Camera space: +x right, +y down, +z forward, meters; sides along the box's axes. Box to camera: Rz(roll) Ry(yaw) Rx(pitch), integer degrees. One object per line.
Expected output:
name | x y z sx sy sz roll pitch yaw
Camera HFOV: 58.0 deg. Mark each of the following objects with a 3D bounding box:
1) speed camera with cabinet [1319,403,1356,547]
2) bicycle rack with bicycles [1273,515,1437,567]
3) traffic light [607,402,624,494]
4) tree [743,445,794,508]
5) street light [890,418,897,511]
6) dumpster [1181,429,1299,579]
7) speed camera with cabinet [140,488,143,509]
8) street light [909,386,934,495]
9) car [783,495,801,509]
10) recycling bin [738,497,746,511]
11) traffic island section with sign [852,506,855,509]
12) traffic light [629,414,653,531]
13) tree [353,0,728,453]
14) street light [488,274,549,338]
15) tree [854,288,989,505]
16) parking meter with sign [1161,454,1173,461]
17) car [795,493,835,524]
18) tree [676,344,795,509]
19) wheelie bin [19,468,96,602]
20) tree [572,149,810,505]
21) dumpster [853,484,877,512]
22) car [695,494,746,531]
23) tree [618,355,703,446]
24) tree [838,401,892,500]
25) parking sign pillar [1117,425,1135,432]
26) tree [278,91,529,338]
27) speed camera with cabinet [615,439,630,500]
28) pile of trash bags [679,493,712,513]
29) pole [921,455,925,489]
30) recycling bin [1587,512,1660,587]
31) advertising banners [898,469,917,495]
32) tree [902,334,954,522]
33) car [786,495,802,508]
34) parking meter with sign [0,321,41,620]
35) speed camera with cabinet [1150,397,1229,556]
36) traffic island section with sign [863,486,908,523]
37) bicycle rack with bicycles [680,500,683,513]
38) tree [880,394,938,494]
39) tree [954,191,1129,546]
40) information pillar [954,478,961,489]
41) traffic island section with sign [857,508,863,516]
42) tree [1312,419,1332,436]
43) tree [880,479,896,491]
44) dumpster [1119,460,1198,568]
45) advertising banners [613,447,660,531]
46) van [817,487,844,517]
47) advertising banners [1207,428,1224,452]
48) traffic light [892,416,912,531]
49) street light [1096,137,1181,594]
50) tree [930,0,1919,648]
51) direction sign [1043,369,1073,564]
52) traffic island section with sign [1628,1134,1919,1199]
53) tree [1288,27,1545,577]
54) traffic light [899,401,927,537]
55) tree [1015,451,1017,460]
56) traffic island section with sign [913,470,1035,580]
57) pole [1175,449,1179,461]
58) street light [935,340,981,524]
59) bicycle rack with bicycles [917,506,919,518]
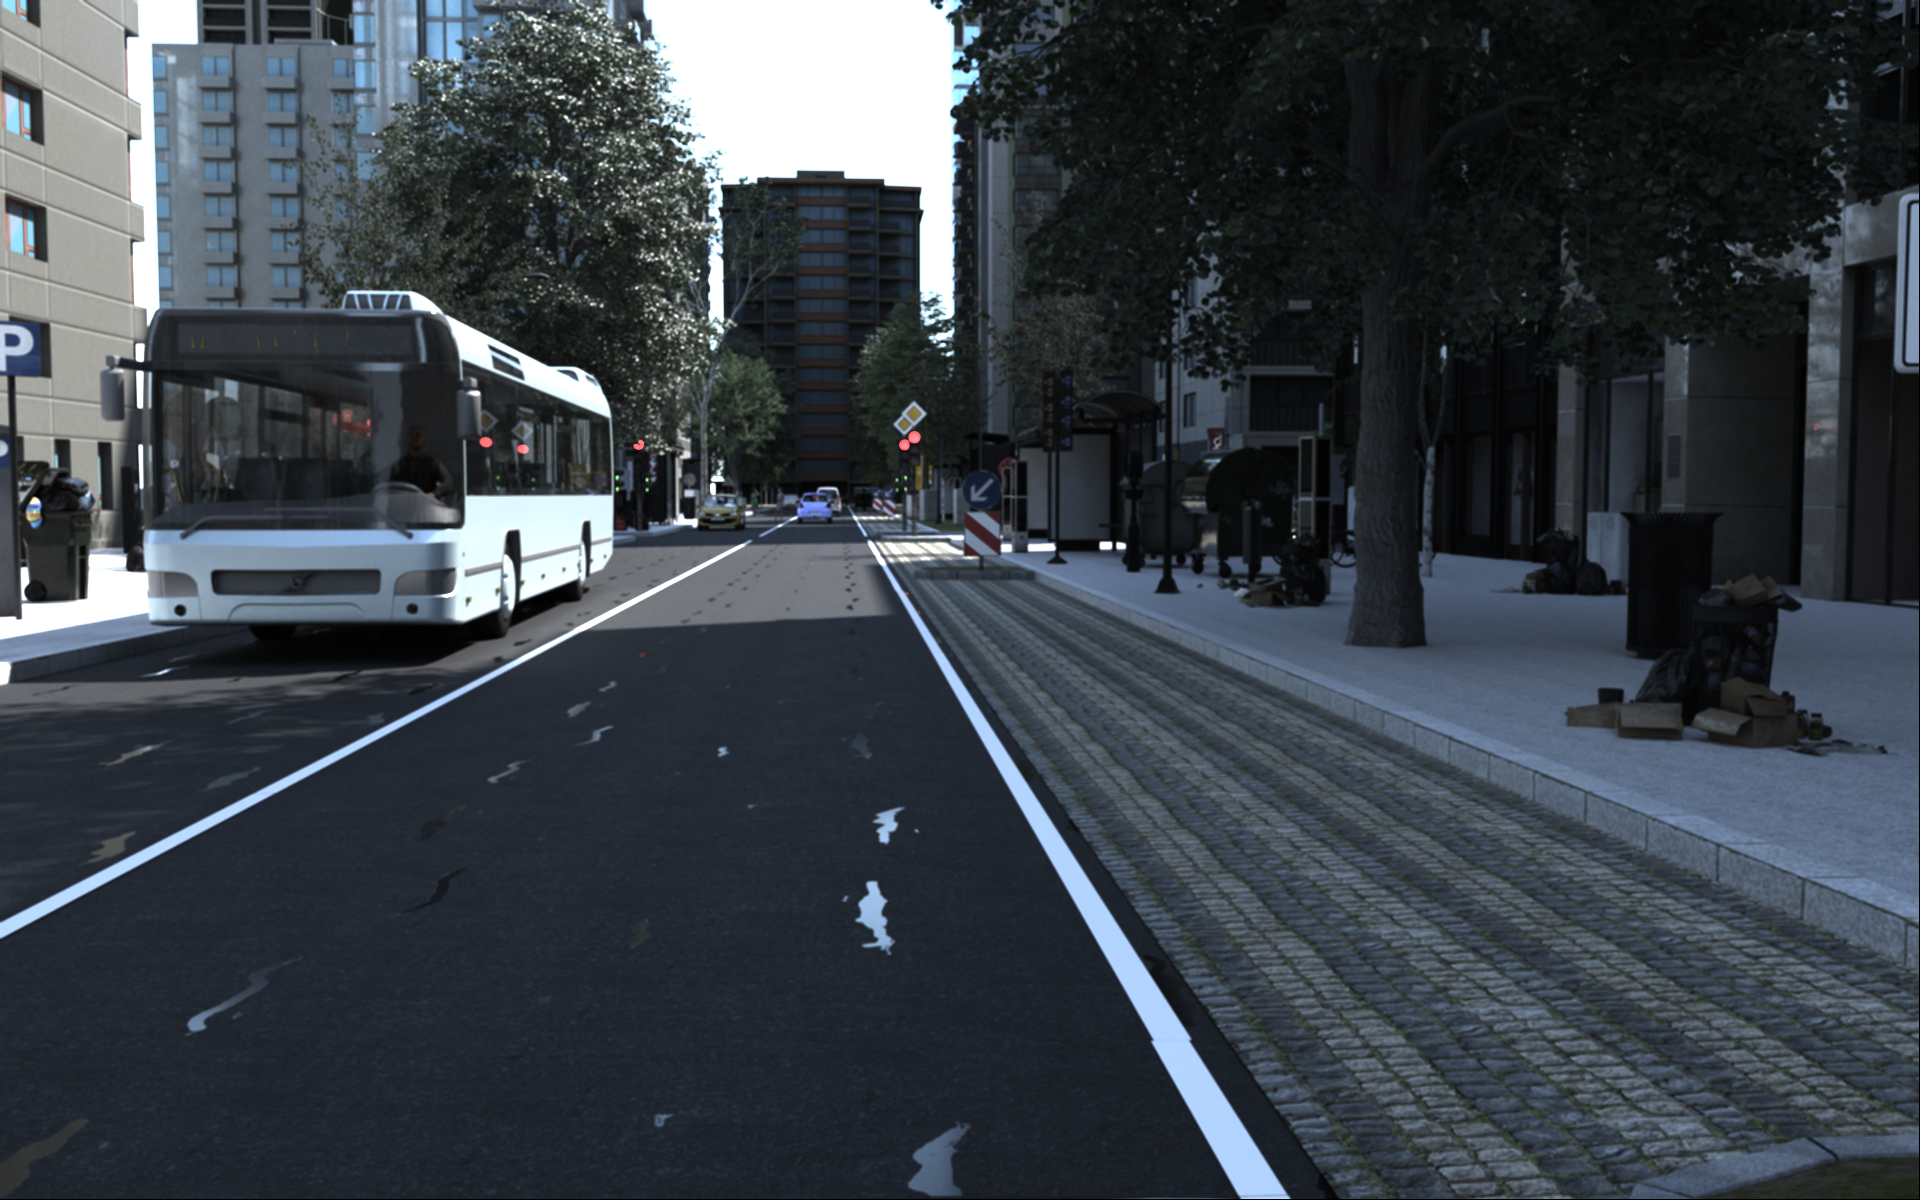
speed camera with cabinet | 8.499 -2.638 37.460 2.038 3.252 0.660 3 5 44
bicycle rack with bicycles | 7.058 -1.085 31.119 2.925 0.926 2.852 1 4 9
traffic light | -10.440 -3.829 51.528 0.839 4.253 0.868 0 4 -4
tree | -21.799 -15.042 196.294 4.737 8.622 4.395 0 3 0
street light | -3.555 -8.075 104.567 1.470 5.913 1.316 0 4 -4
dumpster | 4.373 -1.499 27.002 1.502 2.255 1.985 0 4 -4
speed camera with cabinet | -24.161 -3.445 50.659 0.660 3.252 2.038 -3 5 -40
street light | -1.460 -6.242 74.601 1.470 5.913 1.316 0 4 -4
car | -16.592 -9.642 170.016 2.083 1.381 4.827 0 4 -4
recycling bin | -16.579 -7.216 130.532 0.722 1.027 0.722 2 4 24
traffic island section with sign | -8.885 -9.366 161.763 1.989 1.847 2.006 0 4 -4
traffic light | -10.988 -4.316 59.495 0.839 4.253 0.868 0 4 -4
tree | -10.363 -8.375 43.588 9.857 13.997 8.962 0 3 0
street light | -9.362 -3.919 36.610 1.470 5.913 1.316 0 4 -4
tree | -2.296 -10.888 96.139 7.486 12.596 7.792 0 3 0
parking meter with sign | 8.907 -4.837 75.347 0.543 3.016 1.738 0 4 1
car | -7.152 -4.635 85.371 1.945 1.707 3.694 0 4 -5
tree | -15.854 -11.893 120.214 9.928 11.665 9.643 0 3 0
wheelie bin | -10.858 -0.794 20.888 0.693 1.594 0.980 0 4 -6
tree | -15.461 -14.613 94.803 12.611 20.169 13.585 0 3 0
dumpster | -7.766 -8.411 142.478 1.985 2.255 1.502 0 4 -5
car | -9.540 -3.613 69.289 2.015 1.641 3.980 0 4 -3
tree | -14.054 -8.010 81.326 4.360 8.622 3.978 0 3 0
tree | -9.059 -18.286 209.338 12.009 13.543 11.850 0 3 0
parking sign pillar | 5.180 -3.890 52.076 1.447 3.967 1.447 2 4 29
tree | -10.568 -5.018 32.407 4.360 8.622 3.978 0 3 0
speed camera with cabinet | -12.939 -4.187 62.797 2.038 3.252 0.660 2 4 28
pile of trash bags | -18.230 -6.705 119.384 3.447 1.369 1.912 3 5 39
pole | -1.926 -5.881 89.995 0.158 3.312 0.155 0 3 0
recycling bin | 9.273 -0.713 24.213 0.722 1.027 0.722 -1 4 -17
advertising banners | -2.913 -6.875 108.591 2.074 3.025 0.090 1 4 13
tree | -0.539 -7.965 80.585 4.360 8.622 3.978 0 3 0
car | -16.879 -10.039 176.720 1.945 1.354 3.894 0 4 -4
parking meter with sign | -10.177 -1.338 18.141 1.738 3.016 0.543 3 5 45
speed camera with cabinet | 4.845 -2.538 35.835 0.660 3.252 2.038 -3 5 -43
traffic island section with sign | -3.596 -4.658 84.788 1.989 1.847 2.006 0 4 -4
bicycle rack with bicycles | -18.541 -6.270 115.893 2.925 0.926 2.852 2 4 35
tree | -3.574 -10.171 116.662 4.737 8.622 4.395 0 3 0
tree | 2.343 -5.609 42.067 4.360 8.622 3.978 0 3 0
information pillar | -0.097 -4.476 77.676 0.304 2.012 0.304 0 4 5
traffic island section with sign | -5.481 -6.332 112.157 1.989 1.847 2.006 0 4 -4
tree | 14.559 -5.002 65.497 4.285 4.588 4.351 0 3 0
tree | -8.010 -11.997 190.753 1.663 3.219 1.824 0 3 0
dumpster | 3.570 -1.519 30.592 1.264 1.857 1.865 0 4 -4
advertising banners | -12.082 -4.187 64.644 2.074 3.025 0.090 1 4 22
van | -8.342 -6.259 109.344 2.013 2.044 4.112 0 4 -4
advertising banners | 7.460 -3.014 45.472 2.074 3.025 0.090 2 4 28
traffic light | -1.949 -4.355 60.130 0.839 4.253 0.868 0 4 -4
street light | 2.152 -3.042 22.285 1.470 5.913 1.316 0 4 -4
tree | 3.745 -6.586 14.343 9.857 13.997 8.962 0 3 0
direction sign | 1.795 -2.440 31.895 0.379 3.537 0.876 -2 4 -33
traffic island section with sign | 2.068 0.379 2.436 1.989 1.847 2.006 0 4 -4
tree | 7.211 -4.677 26.838 4.360 8.622 3.978 0 3 0
traffic light | -1.401 -3.868 52.164 0.839 4.253 0.868 0 4 -4
tree | 2.913 -7.578 107.612 4.285 4.588 4.351 0 3 0
traffic island section with sign | 0.205 -1.281 29.567 1.989 1.847 2.006 0 4 -4
pole | 9.823 -5.176 78.474 0.158 3.312 0.155 0 3 0
street light | 0.062 -4.875 52.251 1.470 5.913 1.316 0 4 -4
bicycle rack with bicycles | -1.107 -4.866 92.947 2.925 0.926 2.852 -2 4 -32
